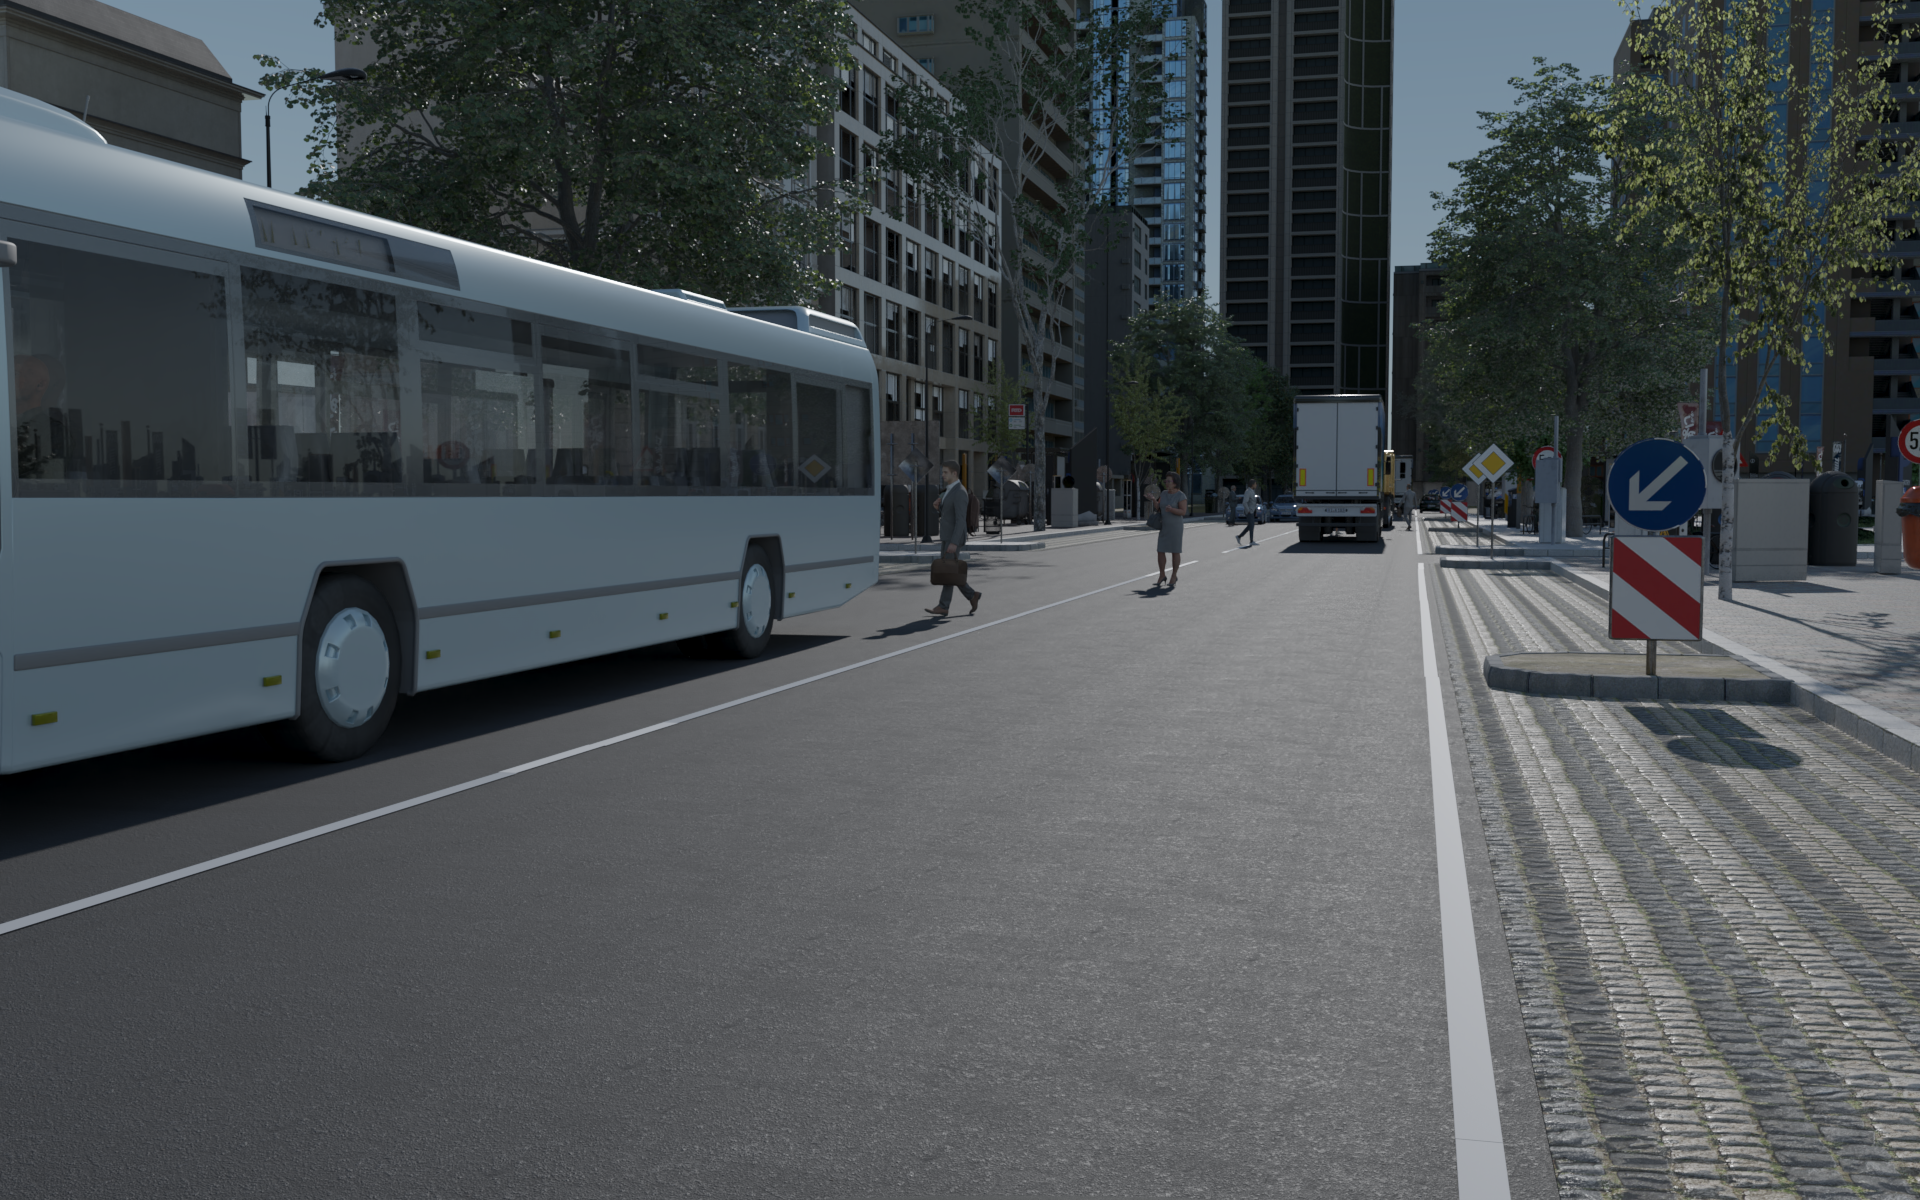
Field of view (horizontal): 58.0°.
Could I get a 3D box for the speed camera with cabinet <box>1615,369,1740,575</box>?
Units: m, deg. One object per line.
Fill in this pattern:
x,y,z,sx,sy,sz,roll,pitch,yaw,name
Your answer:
11.191,-1.997,26.985,2.038,3.252,0.660,-2,4,-24,speed camera with cabinet

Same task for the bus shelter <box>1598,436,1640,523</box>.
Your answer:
24.451,-4.216,62.850,2.014,3.302,5.546,1,4,15,bus shelter

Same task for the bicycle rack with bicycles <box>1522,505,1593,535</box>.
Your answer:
18.933,-2.546,55.012,2.852,0.926,2.925,3,5,43,bicycle rack with bicycles

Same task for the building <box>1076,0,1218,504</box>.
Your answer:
19.237,-55.931,227.138,31.000,86.520,22.319,1,4,15,building

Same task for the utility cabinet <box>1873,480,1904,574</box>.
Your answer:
15.025,-1.182,28.007,0.318,1.500,1.173,1,4,23,utility cabinet

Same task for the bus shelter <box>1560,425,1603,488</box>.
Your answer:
29.821,-6.510,84.064,2.179,5.291,8.768,1,4,15,bus shelter

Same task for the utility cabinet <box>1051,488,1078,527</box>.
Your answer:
4.017,-3.530,66.387,0.318,1.500,1.173,-3,5,-41,utility cabinet

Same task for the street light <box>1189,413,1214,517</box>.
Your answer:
13.804,-7.728,98.887,1.470,5.913,1.316,1,4,15,street light

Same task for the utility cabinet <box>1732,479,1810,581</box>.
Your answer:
11.757,-1.015,25.279,1.173,1.500,0.318,-1,4,-12,utility cabinet

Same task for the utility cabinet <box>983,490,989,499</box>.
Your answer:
1.980,-5.971,106.311,1.173,1.500,0.318,0,4,-2,utility cabinet

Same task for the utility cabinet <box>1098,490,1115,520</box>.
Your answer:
6.949,-4.636,84.477,1.173,1.500,0.318,1,4,16,utility cabinet

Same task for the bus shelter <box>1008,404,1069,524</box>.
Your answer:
3.876,-6.228,79.463,2.179,5.291,8.768,1,4,15,bus shelter

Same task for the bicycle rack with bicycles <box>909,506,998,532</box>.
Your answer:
-0.562,-2.798,59.123,2.852,0.926,2.925,-1,4,-16,bicycle rack with bicycles

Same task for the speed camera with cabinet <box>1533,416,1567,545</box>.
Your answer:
15.226,-3.077,44.638,0.660,3.252,2.038,2,4,25,speed camera with cabinet

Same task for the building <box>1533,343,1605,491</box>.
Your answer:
83.316,-22.722,216.543,28.899,21.520,27.650,1,4,15,building

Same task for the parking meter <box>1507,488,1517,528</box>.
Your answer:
21.037,-3.518,65.931,0.372,1.533,0.369,0,3,0,parking meter

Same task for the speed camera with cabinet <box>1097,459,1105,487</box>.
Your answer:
7.221,-6.375,98.567,2.038,3.252,0.660,2,4,30,speed camera with cabinet

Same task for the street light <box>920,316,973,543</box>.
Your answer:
-0.349,-4.452,45.336,1.470,5.913,1.316,1,4,15,street light

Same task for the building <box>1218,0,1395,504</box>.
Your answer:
44.493,-47.911,221.604,20.611,71.187,20.563,1,4,15,building

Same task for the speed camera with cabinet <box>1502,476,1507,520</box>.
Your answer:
27.393,-5.488,84.067,2.038,3.252,0.660,1,4,10,speed camera with cabinet

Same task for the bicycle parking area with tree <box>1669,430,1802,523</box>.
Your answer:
35.053,-5.595,78.478,8.231,4.147,9.016,2,4,25,bicycle parking area with tree

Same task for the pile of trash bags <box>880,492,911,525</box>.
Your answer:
-3.180,-3.777,71.514,3.447,1.369,1.912,2,4,26,pile of trash bags

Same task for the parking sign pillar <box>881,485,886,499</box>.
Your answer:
-3.051,-5.391,76.608,1.447,3.967,1.447,2,4,35,parking sign pillar

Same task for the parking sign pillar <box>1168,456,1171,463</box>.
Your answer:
13.491,-7.643,113.440,1.447,3.967,1.447,1,4,19,parking sign pillar

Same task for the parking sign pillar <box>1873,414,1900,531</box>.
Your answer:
31.995,-4.317,59.057,1.447,3.967,1.447,-3,5,-42,parking sign pillar

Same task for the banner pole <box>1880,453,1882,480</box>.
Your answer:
56.012,-7.060,105.449,0.401,3.779,0.863,2,4,29,banner pole

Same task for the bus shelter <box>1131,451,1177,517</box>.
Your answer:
10.972,-6.522,97.913,1.731,3.624,6.357,1,4,15,bus shelter

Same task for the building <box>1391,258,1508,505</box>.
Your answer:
60.789,-27.126,215.213,14.107,30.474,14.160,1,4,15,building

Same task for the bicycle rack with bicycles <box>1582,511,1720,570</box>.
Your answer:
12.382,-1.000,29.730,2.852,0.926,2.925,-1,4,-13,bicycle rack with bicycles

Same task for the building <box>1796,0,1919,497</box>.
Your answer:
56.712,-28.657,118.659,14.600,45.320,14.200,1,4,15,building

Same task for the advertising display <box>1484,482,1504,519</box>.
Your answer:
27.690,-5.174,89.809,0.974,1.923,0.123,0,4,2,advertising display

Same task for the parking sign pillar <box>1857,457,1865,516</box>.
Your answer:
47.985,-6.324,91.866,1.447,3.967,1.447,3,5,42,parking sign pillar

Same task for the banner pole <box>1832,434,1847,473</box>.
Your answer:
36.746,-5.037,72.368,0.863,3.779,0.401,-1,4,-17,banner pole

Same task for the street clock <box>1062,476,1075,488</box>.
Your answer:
4.279,-3.900,68.330,0.471,2.002,0.358,0,4,-8,street clock

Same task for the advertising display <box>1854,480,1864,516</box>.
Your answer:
40.376,-4.469,78.277,0.974,1.923,0.123,-1,4,-15,advertising display

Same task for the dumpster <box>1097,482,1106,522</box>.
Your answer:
5.943,-4.505,79.415,1.264,1.857,1.865,1,4,14,dumpster

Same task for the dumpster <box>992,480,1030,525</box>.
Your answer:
2.090,-4.018,71.450,1.264,1.857,1.865,1,4,15,dumpster

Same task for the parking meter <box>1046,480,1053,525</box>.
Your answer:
3.746,-4.028,71.571,0.255,1.863,0.399,-1,4,-16,parking meter

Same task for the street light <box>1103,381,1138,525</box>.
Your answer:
6.664,-6.062,71.662,1.470,5.913,1.316,1,4,15,street light

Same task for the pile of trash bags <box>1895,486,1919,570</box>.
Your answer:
12.097,-0.574,19.135,3.447,1.369,1.912,0,4,-1,pile of trash bags

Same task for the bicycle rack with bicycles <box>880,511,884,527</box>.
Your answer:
-2.993,-3.242,66.389,2.925,0.926,2.852,1,4,12,bicycle rack with bicycles

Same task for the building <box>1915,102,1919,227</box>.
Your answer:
86.411,-43.649,151.909,20.611,71.187,20.563,1,4,15,building

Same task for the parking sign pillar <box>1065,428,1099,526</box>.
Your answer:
4.909,-4.997,70.174,1.447,3.967,1.447,-2,4,-33,parking sign pillar

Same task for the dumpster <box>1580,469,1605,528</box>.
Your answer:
24.245,-3.949,67.066,1.502,2.255,1.985,1,4,15,dumpster

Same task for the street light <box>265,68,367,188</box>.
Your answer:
-7.140,-2.852,19.174,1.470,5.913,1.316,1,4,15,street light
